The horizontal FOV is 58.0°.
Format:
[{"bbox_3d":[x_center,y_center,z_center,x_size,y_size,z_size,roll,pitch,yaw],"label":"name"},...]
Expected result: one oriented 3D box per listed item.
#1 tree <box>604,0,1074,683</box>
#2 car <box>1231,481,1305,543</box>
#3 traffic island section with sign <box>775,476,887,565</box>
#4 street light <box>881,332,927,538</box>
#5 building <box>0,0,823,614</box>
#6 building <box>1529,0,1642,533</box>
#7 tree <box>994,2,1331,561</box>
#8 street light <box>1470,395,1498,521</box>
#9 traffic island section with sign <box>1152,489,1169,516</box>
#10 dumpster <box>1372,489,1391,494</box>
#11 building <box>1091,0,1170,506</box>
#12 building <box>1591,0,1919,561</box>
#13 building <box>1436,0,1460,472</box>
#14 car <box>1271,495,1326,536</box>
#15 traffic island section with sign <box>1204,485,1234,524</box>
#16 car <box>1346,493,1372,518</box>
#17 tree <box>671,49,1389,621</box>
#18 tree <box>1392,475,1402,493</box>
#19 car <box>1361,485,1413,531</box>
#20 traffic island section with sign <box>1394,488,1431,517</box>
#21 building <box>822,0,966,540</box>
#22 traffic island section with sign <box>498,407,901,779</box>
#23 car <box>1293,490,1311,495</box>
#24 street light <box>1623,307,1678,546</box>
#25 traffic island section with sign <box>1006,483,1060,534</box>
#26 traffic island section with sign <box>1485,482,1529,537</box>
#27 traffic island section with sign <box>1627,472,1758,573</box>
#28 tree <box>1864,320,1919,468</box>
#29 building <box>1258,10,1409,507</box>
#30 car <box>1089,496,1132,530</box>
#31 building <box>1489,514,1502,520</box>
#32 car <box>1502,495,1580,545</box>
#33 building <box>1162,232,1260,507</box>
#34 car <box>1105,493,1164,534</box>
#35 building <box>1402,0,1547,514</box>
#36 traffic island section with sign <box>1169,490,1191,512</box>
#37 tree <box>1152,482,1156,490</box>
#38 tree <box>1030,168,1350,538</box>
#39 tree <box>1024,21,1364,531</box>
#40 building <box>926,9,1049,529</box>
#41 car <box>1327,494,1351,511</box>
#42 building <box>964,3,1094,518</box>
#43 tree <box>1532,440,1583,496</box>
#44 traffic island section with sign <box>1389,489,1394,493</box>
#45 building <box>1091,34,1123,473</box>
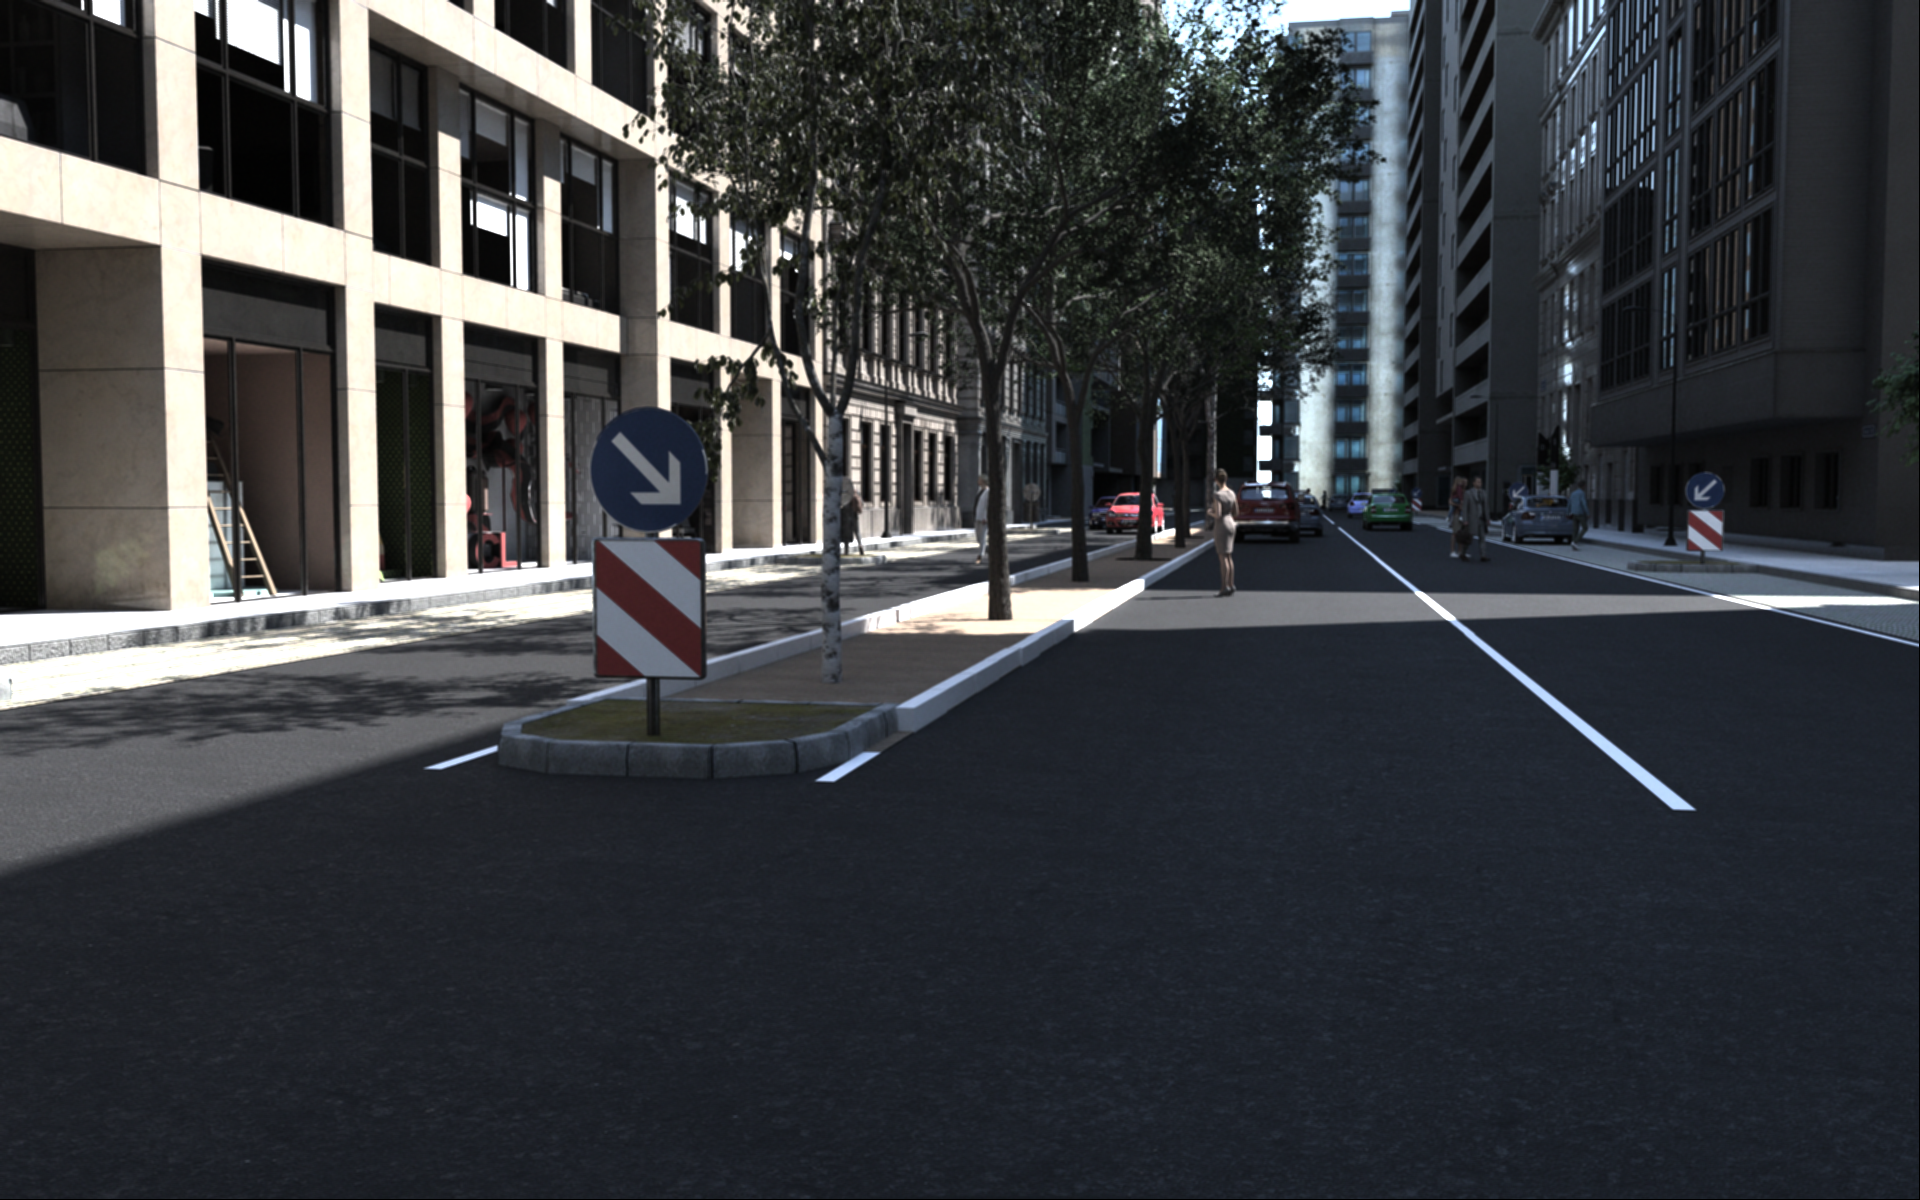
[{"bbox_3d":[-0.940,-3.685,13.073,4.360,8.622,3.978,0,3,0],"label":"tree"},{"bbox_3d":[9.279,-2.679,52.476,2.281,1.827,5.304,1,4,11],"label":"car"},{"bbox_3d":[-2.588,-1.658,35.732,1.989,1.847,2.006,1,4,11],"label":"traffic island section with sign"},{"bbox_3d":[-1.602,-4.733,49.933,1.470,5.913,1.316,1,4,11],"label":"street light"},{"bbox_3d":[-16.218,-13.752,29.364,19.350,26.468,34.151,1,4,11],"label":"building"},{"bbox_3d":[30.044,-16.508,67.175,12.463,27.353,25.104,1,4,11],"label":"building"},{"bbox_3d":[4.041,-6.643,36.831,9.928,11.665,9.643,0,3,0],"label":"tree"},{"bbox_3d":[24.650,-6.660,81.430,1.470,5.913,1.316,1,4,11],"label":"street light"},{"bbox_3d":[12.242,-6.316,111.888,1.989,1.847,2.006,1,4,11],"label":"traffic island section with sign"},{"bbox_3d":[35.393,-8.370,145.064,1.865,1.857,1.264,1,4,10],"label":"dumpster"},{"bbox_3d":[10.885,-30.814,153.912,14.200,45.320,14.600,1,4,11],"label":"building"},{"bbox_3d":[25.199,-15.258,42.974,14.314,27.812,24.014,1,4,11],"label":"building"},{"bbox_3d":[47.370,-32.291,117.201,28.713,52.752,27.495,1,4,11],"label":"building"},{"bbox_3d":[11.672,-2.936,60.011,2.014,1.417,4.499,1,4,11],"label":"car"},{"bbox_3d":[12.848,-4.608,83.481,2.006,1.907,1.989,1,4,11],"label":"traffic island section with sign"},{"bbox_3d":[24.062,-5.747,103.552,1.945,1.707,3.694,1,4,11],"label":"car"},{"bbox_3d":[0.546,-5.062,19.626,8.767,10.594,7.601,1,4,11],"label":"tree"},{"bbox_3d":[40.225,-9.963,157.493,1.663,3.219,1.824,0,3,0],"label":"tree"},{"bbox_3d":[17.078,-3.699,69.277,1.959,1.807,4.718,1,4,10],"label":"car"},{"bbox_3d":[28.298,-6.074,107.942,1.989,1.847,2.006,1,4,11],"label":"traffic island section with sign"},{"bbox_3d":[-6.299,-11.633,54.831,10.561,19.102,19.286,1,4,11],"label":"building"},{"bbox_3d":[-1.513,-0.097,9.722,2.006,1.907,1.989,1,4,11],"label":"traffic island section with sign"},{"bbox_3d":[29.260,-8.628,149.740,2.281,1.827,5.304,1,4,9],"label":"car"},{"bbox_3d":[17.126,-4.307,42.968,1.470,5.913,1.316,1,4,11],"label":"street light"},{"bbox_3d":[2.565,-3.277,62.209,1.989,1.847,2.006,1,4,11],"label":"traffic island section with sign"},{"bbox_3d":[18.704,-3.060,58.663,1.989,1.847,2.006,1,4,11],"label":"traffic island section with sign"},{"bbox_3d":[13.554,-1.442,32.203,1.989,1.847,2.006,1,4,11],"label":"traffic island section with sign"},{"bbox_3d":[15.676,-2.606,26.319,4.285,4.588,4.351,0,3,0],"label":"tree"},{"bbox_3d":[45.710,-33.913,174.082,30.456,49.044,23.786,1,4,11],"label":"building"},{"bbox_3d":[6.257,-3.536,70.388,1.945,1.354,3.894,1,4,11],"label":"car"},{"bbox_3d":[38.849,-28.731,93.446,21.300,48.544,21.600,1,4,11],"label":"building"},{"bbox_3d":[16.828,-2.340,50.261,2.014,1.417,4.499,1,4,11],"label":"car"},{"bbox_3d":[22.835,-24.590,173.743,14.107,30.474,14.160,1,4,11],"label":"building"},{"bbox_3d":[6.417,-3.317,63.277,2.155,1.783,4.494,1,4,12],"label":"car"},{"bbox_3d":[48.250,-31.720,142.327,21.300,48.544,21.600,1,4,11],"label":"building"},{"bbox_3d":[17.398,-7.934,138.347,1.989,1.847,2.006,1,4,11],"label":"traffic island section with sign"},{"bbox_3d":[15.669,-9.188,144.827,1.663,3.219,1.824,0,3,0],"label":"tree"},{"bbox_3d":[7.315,-8.734,55.627,12.009,13.543,11.850,0,3,0],"label":"tree"},{"bbox_3d":[8.712,-12.809,67.772,12.611,20.169,13.585,0,3,0],"label":"tree"},{"bbox_3d":[-2.195,-13.695,73.069,9.793,20.994,18.267,1,4,11],"label":"building"},{"bbox_3d":[31.673,-8.102,144.467,2.014,1.417,4.499,1,4,12],"label":"car"},{"bbox_3d":[-0.546,-25.044,93.060,14.154,41.232,14.086,1,4,11],"label":"building"},{"bbox_3d":[21.185,-4.099,61.615,1.663,3.219,1.824,0,3,0],"label":"tree"},{"bbox_3d":[33.470,-7.692,134.398,1.989,1.847,2.006,1,4,11],"label":"traffic island section with sign"},{"bbox_3d":[-3.805,-32.125,114.481,28.713,52.752,27.495,1,4,11],"label":"building"}]
